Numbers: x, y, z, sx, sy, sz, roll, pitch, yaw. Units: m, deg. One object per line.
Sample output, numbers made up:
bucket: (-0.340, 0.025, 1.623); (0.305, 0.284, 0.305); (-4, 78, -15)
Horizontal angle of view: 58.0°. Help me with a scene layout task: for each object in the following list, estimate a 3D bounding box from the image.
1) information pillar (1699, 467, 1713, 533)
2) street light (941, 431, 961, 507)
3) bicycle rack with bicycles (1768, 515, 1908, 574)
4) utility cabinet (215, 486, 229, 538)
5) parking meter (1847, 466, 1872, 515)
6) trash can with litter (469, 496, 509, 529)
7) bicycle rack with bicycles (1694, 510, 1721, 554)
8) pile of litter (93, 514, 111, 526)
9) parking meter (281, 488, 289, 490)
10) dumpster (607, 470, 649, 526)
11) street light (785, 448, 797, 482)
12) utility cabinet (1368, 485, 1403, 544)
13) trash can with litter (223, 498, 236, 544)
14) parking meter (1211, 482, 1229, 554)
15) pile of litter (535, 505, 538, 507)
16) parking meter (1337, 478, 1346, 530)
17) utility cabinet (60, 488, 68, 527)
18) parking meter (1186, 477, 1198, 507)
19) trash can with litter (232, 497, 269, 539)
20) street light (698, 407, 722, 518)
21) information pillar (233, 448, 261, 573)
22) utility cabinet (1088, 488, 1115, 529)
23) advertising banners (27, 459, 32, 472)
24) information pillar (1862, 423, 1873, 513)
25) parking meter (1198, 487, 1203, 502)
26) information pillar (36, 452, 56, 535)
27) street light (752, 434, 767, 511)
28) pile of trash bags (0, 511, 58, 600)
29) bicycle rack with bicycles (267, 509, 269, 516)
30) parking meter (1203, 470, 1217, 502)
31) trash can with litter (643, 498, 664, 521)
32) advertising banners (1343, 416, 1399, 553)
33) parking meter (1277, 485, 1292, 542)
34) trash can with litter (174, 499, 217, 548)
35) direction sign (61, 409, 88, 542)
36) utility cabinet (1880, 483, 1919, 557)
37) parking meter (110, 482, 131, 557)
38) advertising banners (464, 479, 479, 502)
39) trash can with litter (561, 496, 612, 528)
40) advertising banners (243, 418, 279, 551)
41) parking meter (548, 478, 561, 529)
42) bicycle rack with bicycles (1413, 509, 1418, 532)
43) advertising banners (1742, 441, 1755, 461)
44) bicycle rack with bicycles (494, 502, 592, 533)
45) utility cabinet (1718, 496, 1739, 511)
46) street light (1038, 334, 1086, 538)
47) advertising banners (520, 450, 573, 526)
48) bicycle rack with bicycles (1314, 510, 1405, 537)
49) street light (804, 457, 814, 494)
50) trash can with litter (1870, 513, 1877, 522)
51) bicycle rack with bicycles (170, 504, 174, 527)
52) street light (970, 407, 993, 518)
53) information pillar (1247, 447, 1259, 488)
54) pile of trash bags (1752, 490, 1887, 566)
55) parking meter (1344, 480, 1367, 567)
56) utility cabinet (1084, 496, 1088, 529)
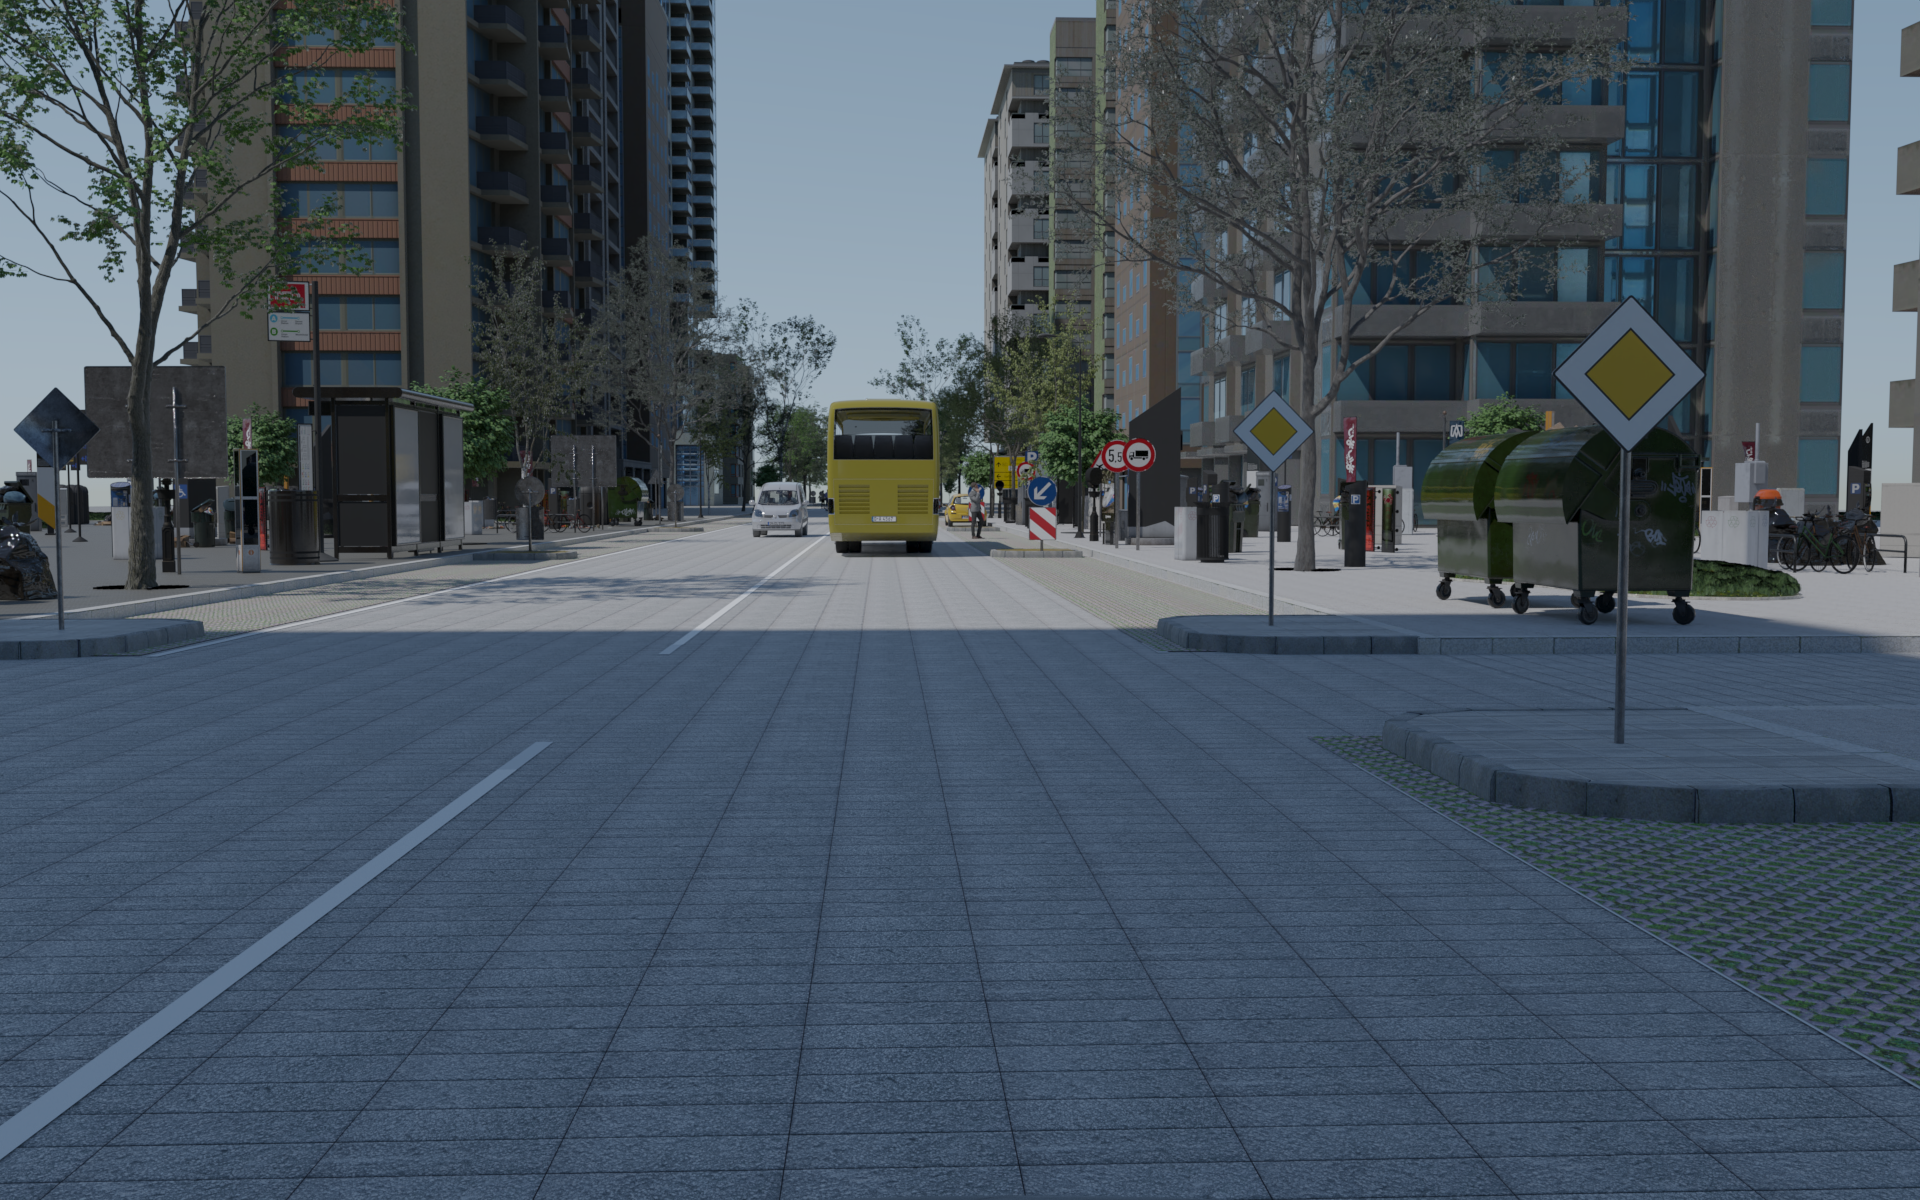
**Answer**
information pillar: (20.663, -2.659, 47.971); (0.304, 2.012, 0.304); (2, 4, 27)
street light: (-0.528, -9.467, 127.322); (1.470, 5.913, 1.316); (0, 4, -3)
bicycle rack with bicycles: (14.356, -0.946, 28.843); (2.852, 0.926, 2.925); (0, 4, 3)
utility cabinet: (-20.010, -2.336, 46.877); (0.318, 1.500, 1.173); (-2, 4, -29)
parking meter: (18.840, -1.870, 36.287); (0.255, 1.863, 0.399); (-2, 4, -30)
trash can with litter: (-17.708, -3.242, 64.071); (2.233, 1.210, 1.678); (0, 4, 7)
bicycle rack with bicycles: (16.295, -1.523, 38.286); (2.852, 0.926, 2.925); (1, 4, 19)
pile of litter: (-34.523, -3.470, 70.697); (1.719, 0.858, 1.176); (1, 4, 20)
parking meter: (-27.617, -3.825, 70.955); (0.372, 1.533, 0.369); (0, 3, 0)
dumpster: (-13.350, -4.088, 69.326); (1.502, 2.255, 1.985); (0, 4, -2)
street light: (-17.150, -12.434, 175.841); (1.470, 5.913, 1.316); (0, 4, -3)
utility cabinet: (10.663, -2.163, 44.049); (0.318, 1.500, 1.173); (-3, 5, -43)
trash can with litter: (-18.735, -2.050, 44.901); (0.624, 1.170, 1.055); (-2, 4, -29)
parking meter: (5.457, -1.709, 36.353); (0.372, 1.533, 0.369); (0, 3, 0)
pile of litter: (-18.703, -3.786, 75.858); (1.719, 0.858, 1.176); (-1, 4, -15)
parking meter: (13.650, -3.421, 61.638); (0.399, 1.863, 0.255); (2, 4, 31)
utility cabinet: (-35.326, -3.583, 67.258); (1.173, 1.500, 0.318); (-1, 4, -21)
parking meter: (7.725, -3.182, 57.730); (0.399, 1.863, 0.255); (0, 4, 5)
trash can with litter: (-20.330, -2.328, 49.119); (2.233, 1.210, 1.678); (-1, 4, -16)
street light: (-13.370, -7.355, 92.800); (1.470, 5.913, 1.316); (0, 4, -3)
information pillar: (-11.567, -1.444, 28.104); (0.304, 2.012, 0.304); (-3, 5, -40)
utility cabinet: (5.095, -3.266, 62.085); (0.318, 1.500, 1.173); (-2, 4, -35)
advertising banners: (-47.491, -5.604, 87.818); (2.074, 3.025, 0.090); (3, 4, 39)
information pillar: (29.897, -4.022, 57.111); (0.183, 3.616, 0.504); (0, 4, -2)
parking meter: (8.530, -3.275, 61.955); (0.372, 1.533, 0.369); (0, 3, 0)
information pillar: (-28.470, -3.829, 53.953); (0.504, 3.616, 0.183); (-2, 4, -29)
street light: (-15.358, -9.858, 133.715); (1.470, 5.913, 1.316); (0, 4, -3)
pile of trash bags: (-12.343, -0.626, 19.986); (1.912, 1.369, 3.447); (1, 4, 16)
bicycle rack with bicycles: (-29.247, -3.880, 76.816); (2.852, 0.926, 2.925); (2, 4, 32)
parking meter: (6.093, -2.233, 42.226); (0.255, 1.863, 0.399); (-1, 4, -13)
trash can with litter: (-14.887, -4.425, 83.738); (1.055, 1.170, 0.624); (-3, 4, -37)
advertising banners: (9.094, -2.585, 38.454); (0.090, 3.025, 2.074); (-1, 4, -22)
parking meter: (8.658, -2.314, 46.248); (0.372, 1.533, 0.369); (0, 3, 0)
trash can with litter: (-18.364, -1.841, 41.481); (1.055, 1.170, 0.624); (-1, 4, -9)
direction sign: (-23.677, -3.333, 46.498); (0.876, 3.537, 0.379); (1, 4, 16)
utility cabinet: (19.105, -1.589, 34.654); (1.173, 1.500, 0.318); (3, 5, 40)
parking meter: (-17.076, -1.642, 35.261); (0.372, 1.533, 0.369); (0, 3, 0)
advertising banners: (-17.562, -3.982, 61.288); (0.090, 3.025, 2.074); (1, 4, 19)
trash can with litter: (-14.177, -3.291, 64.870); (2.233, 1.210, 1.678); (1, 4, 16)
advertising banners: (-15.861, -2.639, 39.338); (0.090, 3.025, 2.074); (-3, 5, -43)
parking meter: (-14.815, -3.524, 63.327); (0.399, 1.863, 0.255); (1, 4, 10)
bicycle rack with bicycles: (14.449, -2.831, 59.666); (2.852, 0.926, 2.925); (0, 4, 7)
advertising banners: (26.898, -3.760, 57.666); (2.074, 3.025, 0.090); (-1, 4, -12)
bicycle rack with bicycles: (-13.990, -2.673, 57.087); (2.925, 0.926, 2.852); (2, 4, 32)
utility cabinet: (24.748, -2.732, 55.834); (0.306, 1.237, 1.020); (0, 4, 3)
street light: (2.944, -4.755, 50.280); (1.470, 5.913, 1.316); (0, 4, -3)
advertising banners: (-16.611, -4.484, 69.507); (2.074, 3.025, 0.090); (-1, 4, -22)
bicycle rack with bicycles: (11.621, -2.387, 52.405); (2.925, 0.926, 2.852); (3, 5, 39)
street light: (-19.001, -14.984, 217.527); (1.470, 5.913, 1.316); (0, 4, -3)
trash can with litter: (40.472, -4.110, 78.252); (2.233, 1.210, 1.678); (-1, 4, -8)
bicycle rack with bicycles: (-29.072, -3.161, 65.071); (2.925, 0.926, 2.852); (-3, 5, -44)
street light: (1.082, -7.283, 91.614); (1.470, 5.913, 1.316); (0, 4, -3)
information pillar: (10.524, -4.330, 62.150); (0.183, 3.616, 0.504); (-3, 5, -44)
pile of trash bags: (15.790, -1.395, 32.561); (1.912, 1.369, 3.447); (0, 4, 0)
parking meter: (6.962, -1.350, 30.489); (0.372, 1.533, 0.369); (0, 3, 0)
utility cabinet: (4.558, -3.208, 63.617); (0.306, 1.237, 1.020); (0, 4, 4)
